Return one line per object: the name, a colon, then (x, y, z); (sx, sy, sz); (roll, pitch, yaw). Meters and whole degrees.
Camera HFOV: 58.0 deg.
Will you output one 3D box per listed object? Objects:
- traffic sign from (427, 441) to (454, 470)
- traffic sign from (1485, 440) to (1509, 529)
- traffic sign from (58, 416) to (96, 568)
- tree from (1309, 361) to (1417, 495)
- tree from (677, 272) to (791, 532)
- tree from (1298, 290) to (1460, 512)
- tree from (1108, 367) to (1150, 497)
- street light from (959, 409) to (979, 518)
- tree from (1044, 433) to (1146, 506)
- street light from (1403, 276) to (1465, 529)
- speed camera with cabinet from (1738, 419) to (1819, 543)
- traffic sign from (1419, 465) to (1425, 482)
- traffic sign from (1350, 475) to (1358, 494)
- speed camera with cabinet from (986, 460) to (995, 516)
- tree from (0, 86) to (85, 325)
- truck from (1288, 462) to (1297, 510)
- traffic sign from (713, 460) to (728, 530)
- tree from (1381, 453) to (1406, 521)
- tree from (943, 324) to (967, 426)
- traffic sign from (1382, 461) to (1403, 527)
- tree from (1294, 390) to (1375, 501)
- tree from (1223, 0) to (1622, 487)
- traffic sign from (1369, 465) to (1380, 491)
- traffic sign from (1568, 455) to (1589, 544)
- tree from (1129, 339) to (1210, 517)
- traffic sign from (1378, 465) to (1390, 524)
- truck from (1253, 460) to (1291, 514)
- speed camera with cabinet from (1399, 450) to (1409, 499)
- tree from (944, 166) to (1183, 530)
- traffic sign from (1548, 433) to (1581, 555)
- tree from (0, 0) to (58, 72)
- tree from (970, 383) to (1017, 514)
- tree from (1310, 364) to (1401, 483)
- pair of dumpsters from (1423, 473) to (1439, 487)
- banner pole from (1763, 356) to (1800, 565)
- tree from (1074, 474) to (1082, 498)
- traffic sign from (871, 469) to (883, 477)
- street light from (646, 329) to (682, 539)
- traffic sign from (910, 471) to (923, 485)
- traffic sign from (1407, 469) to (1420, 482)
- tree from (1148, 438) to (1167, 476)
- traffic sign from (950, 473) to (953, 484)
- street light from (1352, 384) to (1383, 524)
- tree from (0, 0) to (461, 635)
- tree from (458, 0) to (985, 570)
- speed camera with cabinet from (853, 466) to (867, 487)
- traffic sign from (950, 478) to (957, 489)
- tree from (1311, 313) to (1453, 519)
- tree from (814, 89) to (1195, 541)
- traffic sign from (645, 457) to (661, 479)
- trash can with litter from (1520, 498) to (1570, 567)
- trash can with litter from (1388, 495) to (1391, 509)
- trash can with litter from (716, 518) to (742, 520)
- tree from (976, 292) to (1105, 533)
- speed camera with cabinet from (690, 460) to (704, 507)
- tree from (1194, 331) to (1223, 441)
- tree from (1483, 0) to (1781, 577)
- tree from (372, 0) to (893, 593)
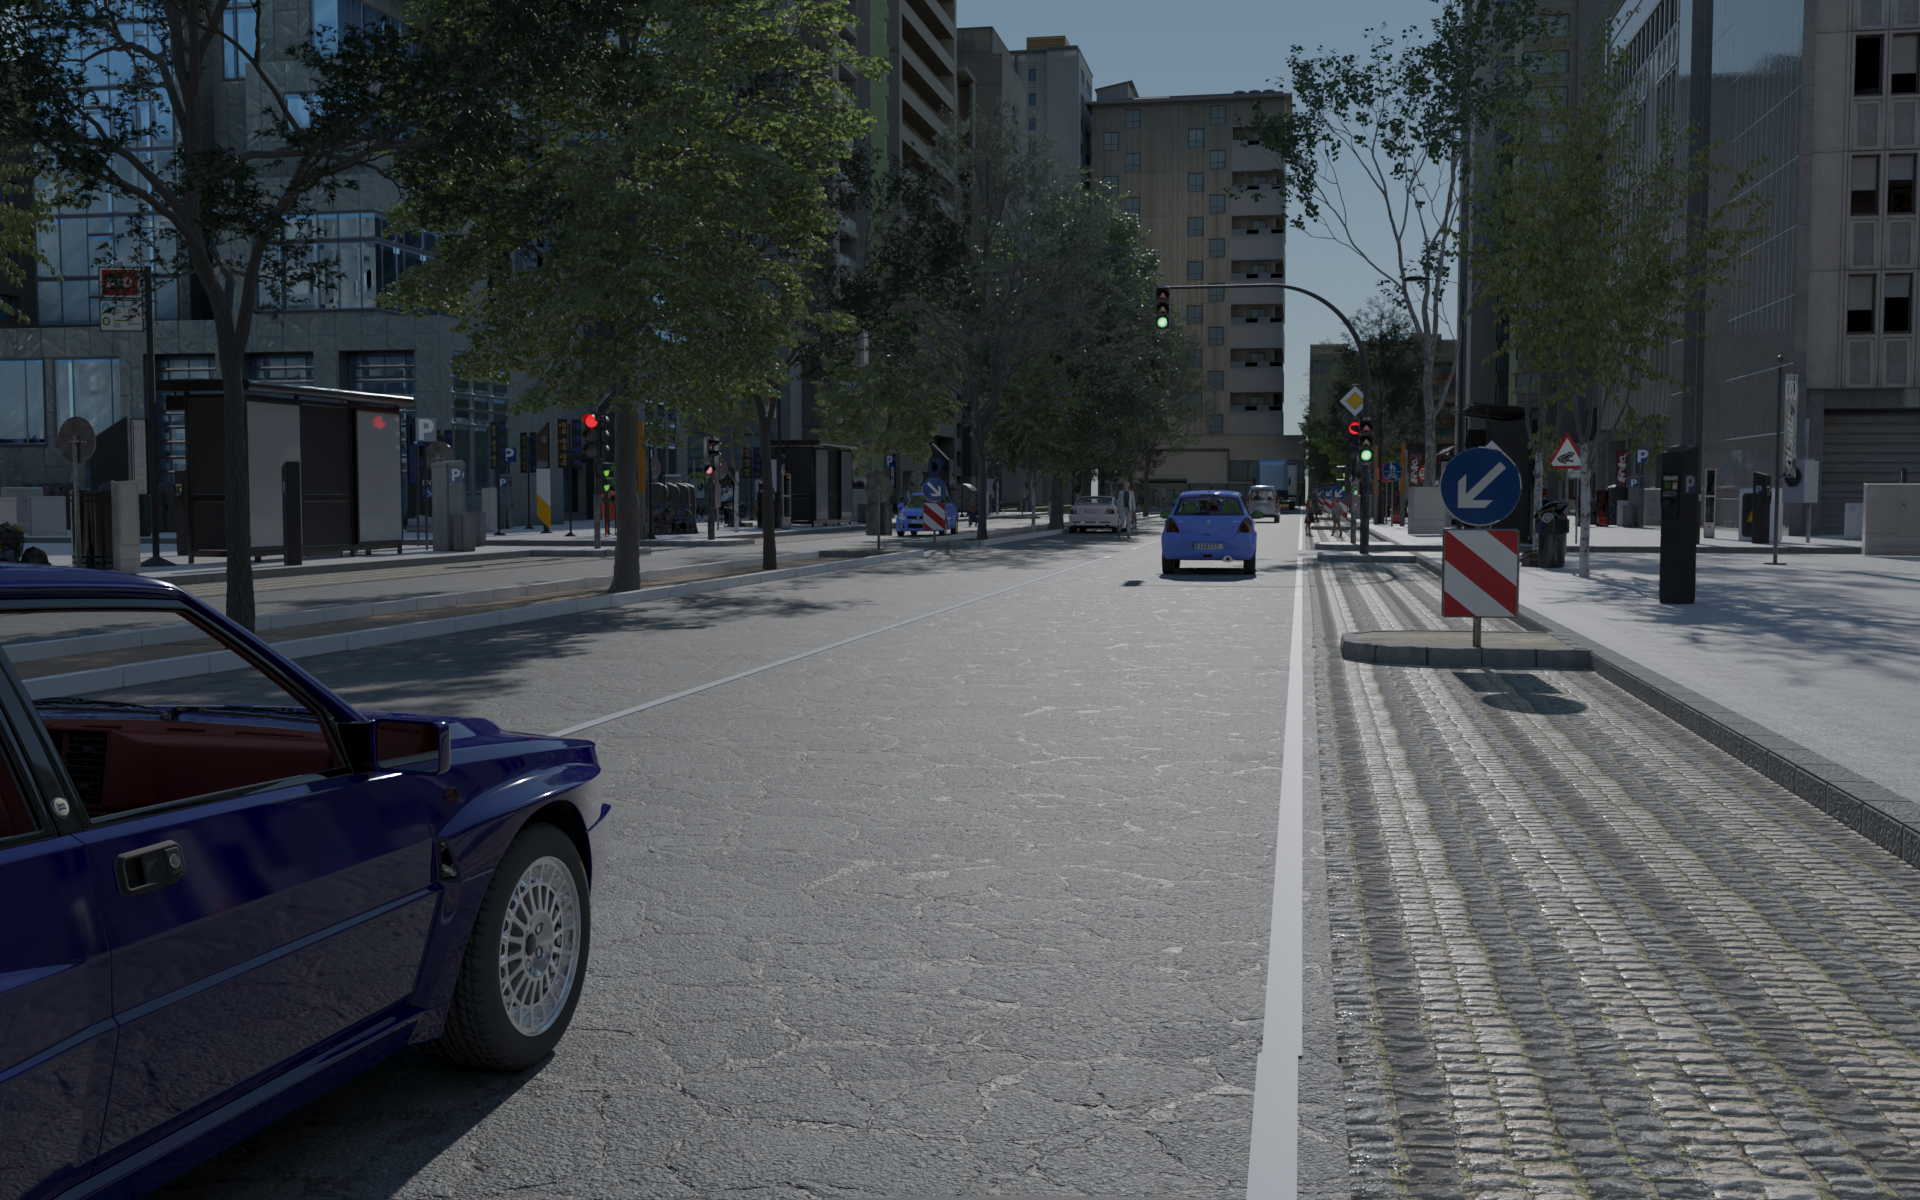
traffic sign: (-12.585, -2.551, 41.812); (0.768, 2.556, 0.104); (1, 4, 12)
traffic sign: (11.378, -2.198, 37.129); (0.795, 2.450, 0.064); (1, 4, 14)
traffic sign: (-14.484, -1.730, 28.399); (0.768, 2.556, 0.104); (1, 4, 18)
tree: (29.146, -12.201, 125.248); (9.928, 11.665, 9.643); (0, 3, 0)
tree: (-7.542, -6.577, 57.900); (4.737, 8.622, 4.395); (0, 3, 0)
tree: (25.137, -11.888, 104.737); (12.009, 13.543, 11.850); (0, 3, 0)
tree: (7.629, -8.168, 86.368); (4.737, 8.622, 4.395); (0, 3, 0)
street light: (0.646, -7.435, 94.096); (1.470, 5.913, 1.316); (1, 4, 11)
tree: (9.485, -12.606, 140.519); (7.601, 10.594, 8.767); (-1, 4, -19)
street light: (10.123, -3.937, 36.906); (1.470, 5.913, 1.316); (1, 4, 11)
speed camera with cabinet: (21.774, -3.166, 46.098); (0.660, 3.252, 2.038); (-2, 4, -25)
traffic sign: (20.336, -4.624, 75.702); (0.768, 2.556, 0.104); (1, 4, 17)
traffic sign: (25.667, -6.931, 113.429); (0.768, 2.556, 0.104); (1, 4, 20)
speed camera with cabinet: (1.581, -6.518, 100.904); (0.660, 3.252, 2.038); (1, 4, 11)
tree: (-14.723, -4.558, 24.880); (4.737, 8.622, 4.395); (0, 3, 0)
truck: (29.558, -10.419, 159.267); (2.839, 4.237, 11.283); (1, 4, 10)
traffic sign: (-8.599, -3.752, 61.455); (0.768, 2.556, 0.104); (1, 4, 20)
tree: (20.370, -5.326, 81.689); (1.663, 3.219, 1.824); (0, 3, 0)
tree: (-3.098, -10.035, 82.196); (7.486, 12.596, 7.792); (0, 3, 0)
traffic sign: (16.839, -4.120, 67.463); (0.768, 2.556, 0.104); (1, 4, 19)
tree: (42.386, -17.578, 194.062); (9.857, 13.997, 8.962); (0, 3, 0)
tree: (15.165, -12.336, 57.587); (12.611, 20.169, 13.585); (0, 3, 0)
traffic sign: (18.462, -4.671, 76.475); (0.768, 2.556, 0.104); (1, 4, 20)
traffic sign: (15.918, -2.602, 44.681); (0.606, 2.300, 0.079); (1, 4, 12)
tree: (11.697, -10.984, 107.803); (9.928, 11.665, 9.643); (0, 3, 0)
traffic sign: (18.228, -4.519, 73.992); (0.768, 2.556, 0.104); (1, 4, 15)
truck: (23.500, -8.600, 130.367); (2.967, 4.110, 18.799); (1, 4, 10)
speed camera with cabinet: (20.452, -5.035, 76.657); (0.660, 3.252, 2.038); (-3, 5, -44)
tree: (3.825, -9.743, 68.411); (9.857, 13.997, 8.962); (0, 3, 0)
traffic sign: (12.844, -2.244, 36.699); (0.884, 2.594, 0.081); (1, 4, 18)
tree: (-7.846, -3.499, 10.033); (4.360, 8.622, 3.978); (0, 3, 0)
tree: (2.509, -9.749, 109.759); (4.360, 8.622, 3.978); (0, 3, 0)
tree: (31.706, -13.482, 138.562); (7.486, 12.596, 7.792); (0, 3, 0)
pair of dumpsters: (22.388, -4.777, 80.598); (1.574, 2.255, 4.437); (1, 4, 11)
banner pole: (15.014, -2.539, 31.527); (0.863, 3.779, 0.401); (-3, 4, -36)
tree: (10.520, -9.718, 153.483); (1.663, 3.219, 1.824); (0, 3, 0)
traffic sign: (-4.213, -5.423, 88.771); (0.768, 2.556, 0.104); (1, 4, 15)
street light: (-8.282, -4.676, 48.998); (1.470, 5.913, 1.316); (1, 4, 11)
traffic sign: (-2.370, -5.773, 94.497); (0.768, 2.556, 0.104); (1, 4, 16)
traffic sign: (20.746, -4.831, 79.088); (0.768, 2.556, 0.104); (1, 4, 11)
tree: (19.367, -15.995, 195.933); (8.767, 10.594, 7.601); (-1, 4, -17)
traffic sign: (-0.768, -6.073, 99.399); (0.768, 2.556, 0.104); (1, 4, 21)
street light: (17.255, -6.163, 73.309); (1.470, 5.913, 1.316); (1, 4, 11)
tree: (-6.506, -4.833, 15.896); (8.767, 10.594, 7.601); (1, 4, 11)
tree: (-3.505, -5.865, 32.759); (8.767, 10.594, 7.601); (1, 4, 11)
speed camera with cabinet: (-6.077, -6.061, 93.434); (2.038, 3.252, 0.660); (0, 4, 2)
traffic sign: (-0.587, -6.553, 107.152); (0.884, 2.594, 0.081); (1, 4, 18)
tree: (21.774, -9.459, 89.064); (7.601, 10.594, 8.767); (0, 4, -1)
tree: (0.688, -8.554, 52.690); (12.009, 13.543, 11.850); (0, 3, 0)
traffic sign: (-10.594, -3.616, 59.236); (0.768, 2.556, 0.104); (1, 4, 13)
trash can with litter: (10.175, -1.160, 30.347); (0.624, 1.170, 1.055); (-1, 4, -19)
trash can with litter: (27.368, -5.980, 108.827); (1.678, 1.210, 2.233); (-3, 5, -41)
trash can with litter: (-11.418, -4.623, 86.649); (1.678, 1.210, 2.233); (1, 4, 17)
tree: (2.612, -6.634, 61.287); (4.737, 8.622, 4.395); (0, 3, 0)
speed camera with cabinet: (-15.642, -6.466, 100.054); (0.660, 3.252, 2.038); (2, 4, 31)
tree: (9.439, -11.189, 95.766); (12.009, 13.543, 11.850); (0, 3, 0)
tree: (9.691, -4.639, 26.212); (4.737, 8.622, 4.395); (0, 3, 0)
tree: (-4.860, -6.398, 25.189); (7.486, 12.596, 7.792); (0, 3, 0)
